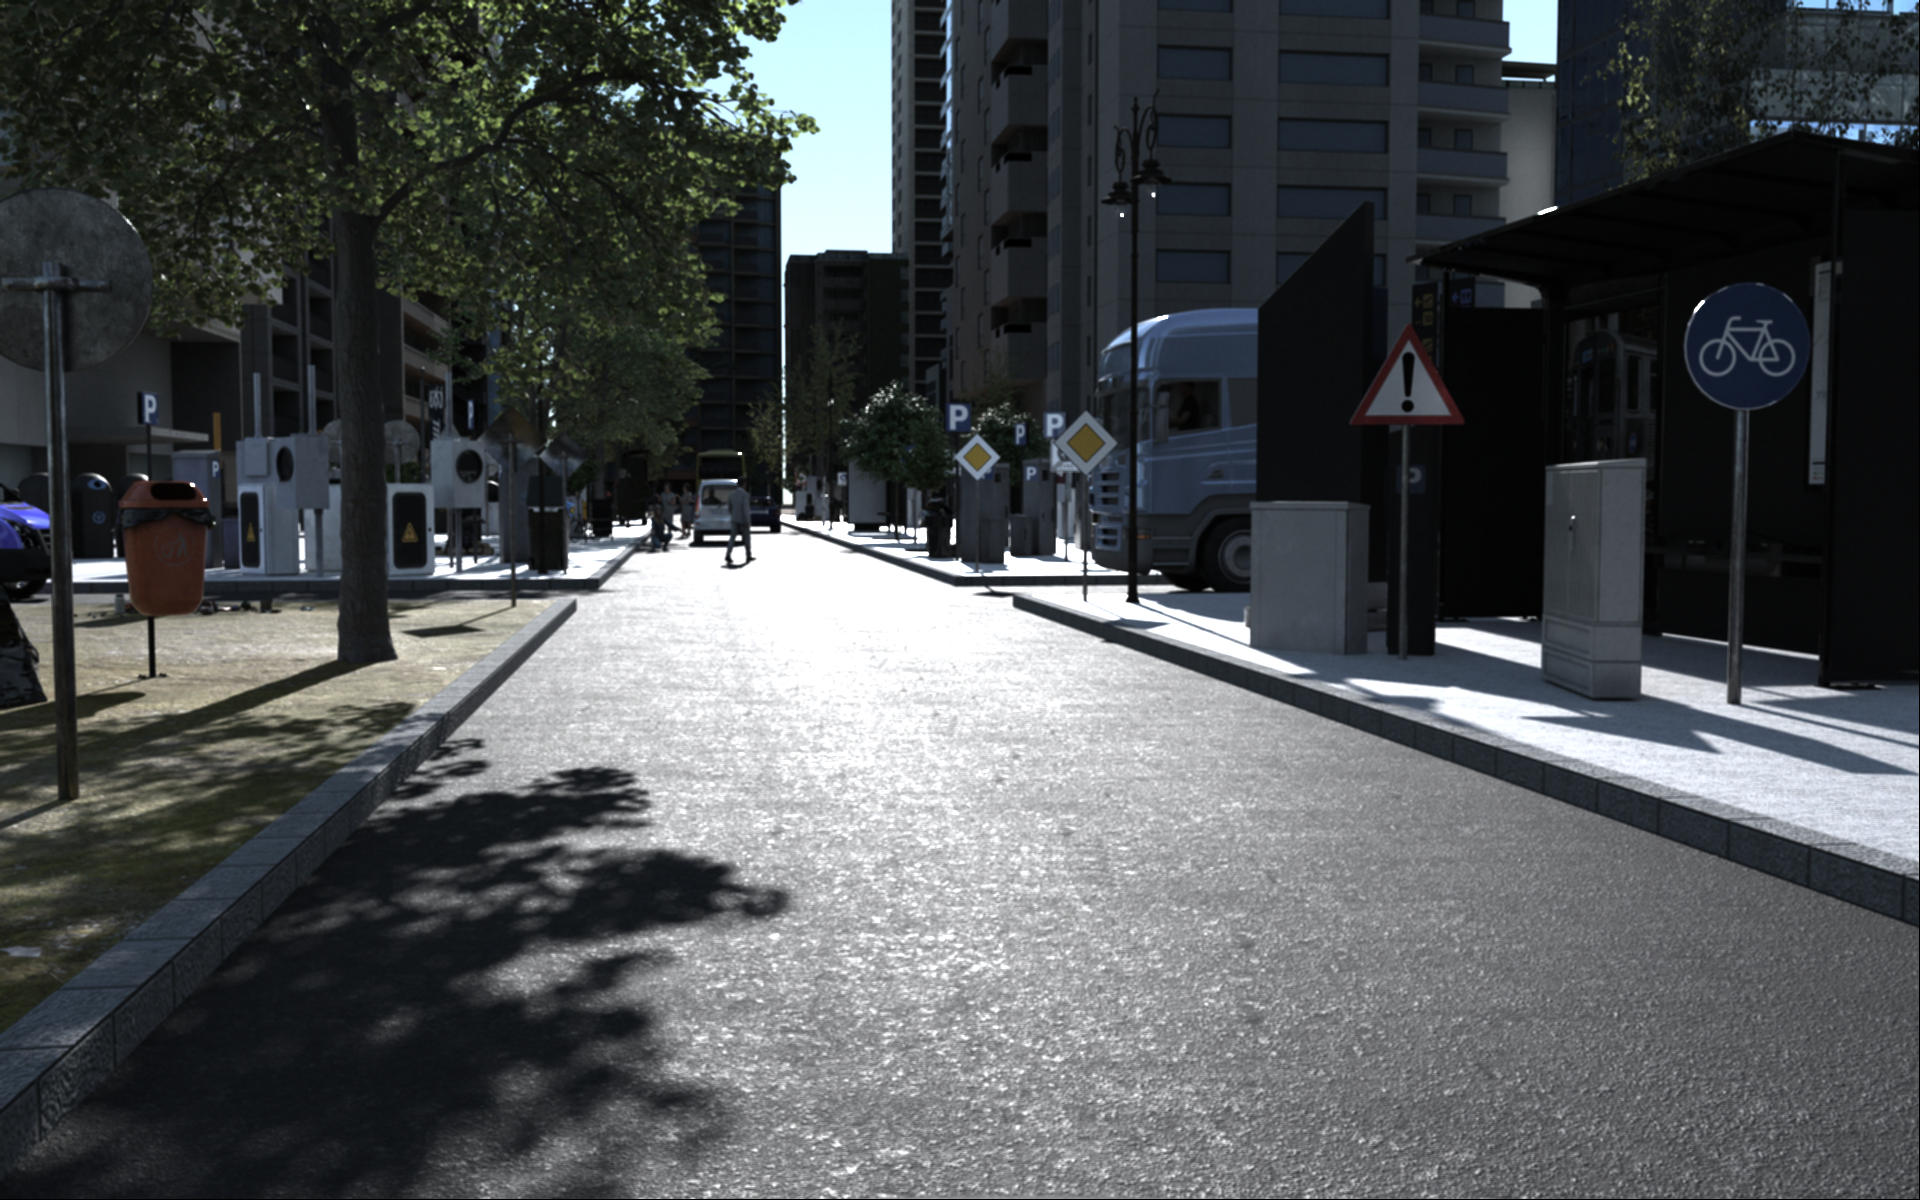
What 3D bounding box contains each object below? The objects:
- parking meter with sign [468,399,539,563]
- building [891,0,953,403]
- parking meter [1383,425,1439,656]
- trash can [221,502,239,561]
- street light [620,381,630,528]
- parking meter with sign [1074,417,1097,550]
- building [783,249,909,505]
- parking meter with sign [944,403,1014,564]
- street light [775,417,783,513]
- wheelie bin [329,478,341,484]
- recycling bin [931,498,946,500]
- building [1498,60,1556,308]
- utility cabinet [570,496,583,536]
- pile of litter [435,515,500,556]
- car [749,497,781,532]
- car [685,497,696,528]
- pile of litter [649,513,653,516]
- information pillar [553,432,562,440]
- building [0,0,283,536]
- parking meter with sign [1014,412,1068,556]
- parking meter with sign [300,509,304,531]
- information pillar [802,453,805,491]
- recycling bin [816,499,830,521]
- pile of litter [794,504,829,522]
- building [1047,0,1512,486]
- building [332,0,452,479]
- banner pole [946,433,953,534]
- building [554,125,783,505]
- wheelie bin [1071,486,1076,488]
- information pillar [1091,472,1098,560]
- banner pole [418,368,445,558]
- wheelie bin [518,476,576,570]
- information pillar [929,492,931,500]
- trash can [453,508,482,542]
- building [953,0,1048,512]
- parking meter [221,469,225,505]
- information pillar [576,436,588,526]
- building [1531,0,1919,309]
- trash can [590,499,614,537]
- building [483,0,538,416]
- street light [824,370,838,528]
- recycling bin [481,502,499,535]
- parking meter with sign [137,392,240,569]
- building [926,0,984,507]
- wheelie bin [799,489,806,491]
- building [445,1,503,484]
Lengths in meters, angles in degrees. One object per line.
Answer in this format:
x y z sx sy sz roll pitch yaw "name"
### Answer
-8.230 -2.207 32.352 1.738 3.016 0.543 -2 4 -27 "parking meter with sign"
2.882 -47.361 212.610 20.611 71.187 20.563 -1 4 -9 "building"
3.598 -0.497 13.844 0.399 1.863 0.255 1 4 22 "parking meter"
-13.342 -1.245 32.017 0.748 1.137 0.748 0 3 0 "trash can"
-12.522 -5.650 65.167 0.468 5.910 1.993 -1 4 -9 "street light"
2.953 -2.671 39.940 0.543 3.016 1.738 0 4 -8 "parking meter with sign"
-13.753 -26.674 207.814 14.107 30.474 14.160 -1 4 -9 "building"
0.319 -2.222 32.591 0.543 3.016 1.738 -2 4 -26 "parking meter with sign"
-10.676 -7.933 102.494 0.468 5.910 1.993 -1 4 -9 "street light"
-12.463 -1.650 34.884 0.980 1.594 0.693 -3 4 -38 "wheelie bin"
-1.300 -5.404 100.905 0.722 1.027 0.722 2 4 33 "recycling bin"
49.204 -29.554 166.796 14.086 41.232 14.154 -1 4 -9 "building"
-12.096 -2.567 53.140 1.020 1.237 0.306 -3 4 -38 "utility cabinet"
-10.304 -1.367 36.317 1.719 0.858 1.176 1 4 19 "pile of litter"
-7.762 -3.261 65.903 1.945 1.354 3.894 -1 4 -10 "car"
-10.979 -3.785 74.468 1.945 1.354 3.894 -1 4 -10 "car"
-18.495 -5.352 101.478 1.176 0.858 1.719 0 4 2 "pile of litter"
-14.429 -4.337 62.265 0.183 3.616 0.504 2 4 28 "information pillar"
-37.993 -28.410 53.742 28.713 52.752 27.495 -1 4 -9 "building"
1.621 -2.448 36.283 0.543 3.016 1.738 2 4 30 "parking meter with sign"
-23.285 -3.892 59.894 0.543 3.016 1.738 3 5 42 "parking meter with sign"
-8.909 -6.554 98.509 0.183 3.616 0.504 -1 4 -11 "information pillar"
-6.454 -4.286 82.630 0.722 1.027 0.722 1 4 9 "recycling bin"
-6.859 -4.057 80.296 1.719 0.858 1.176 -1 4 -9 "pile of litter"
15.292 -33.616 91.622 21.231 58.520 28.212 -1 4 -9 "building"
-44.553 -29.650 108.473 21.300 48.544 21.600 -1 4 -9 "building"
-0.649 -4.034 55.980 0.863 3.779 0.401 -1 4 -10 "banner pole"
-35.732 -33.858 208.206 28.867 44.769 22.147 -1 4 -9 "building"
4.629 -3.828 70.491 0.980 1.594 0.693 2 4 25 "wheelie bin"
2.730 -1.796 33.860 0.304 2.012 0.304 1 4 11 "information pillar"
-10.552 -2.726 34.591 0.401 3.779 0.863 2 4 26 "banner pole"
-7.003 -1.316 29.424 0.980 1.594 0.693 0 4 -2 "wheelie bin"
-1.397 -4.314 75.030 0.304 2.012 0.304 0 4 4 "information pillar"
-11.083 -1.671 38.977 0.748 1.137 0.748 0 3 0 "trash can"
14.666 -32.596 122.181 28.713 52.752 27.495 -1 4 -9 "building"
-14.565 -1.716 33.774 0.255 1.863 0.399 2 4 35 "parking meter"
-15.356 -4.823 70.213 0.183 3.616 0.504 3 5 41 "information pillar"
34.657 -45.474 56.167 31.000 86.520 22.319 -1 4 -9 "building"
-10.801 -2.483 52.251 0.748 1.137 0.748 0 3 0 "trash can"
-65.475 -54.386 201.881 31.000 86.520 22.319 -1 4 -9 "building"
-4.819 -5.614 64.572 0.468 5.910 1.993 -1 4 -9 "street light"
-14.864 -2.576 54.676 0.722 1.027 0.722 1 4 10 "recycling bin"
-13.139 -2.053 29.825 1.738 3.016 0.543 0 4 2 "parking meter with sign"
6.626 -51.268 150.902 22.319 86.520 31.000 -1 4 -9 "building"
-8.900 -5.611 99.654 0.980 1.594 0.693 1 4 15 "wheelie bin"
-48.394 -30.694 151.955 14.200 45.320 14.600 -1 4 -9 "building"
